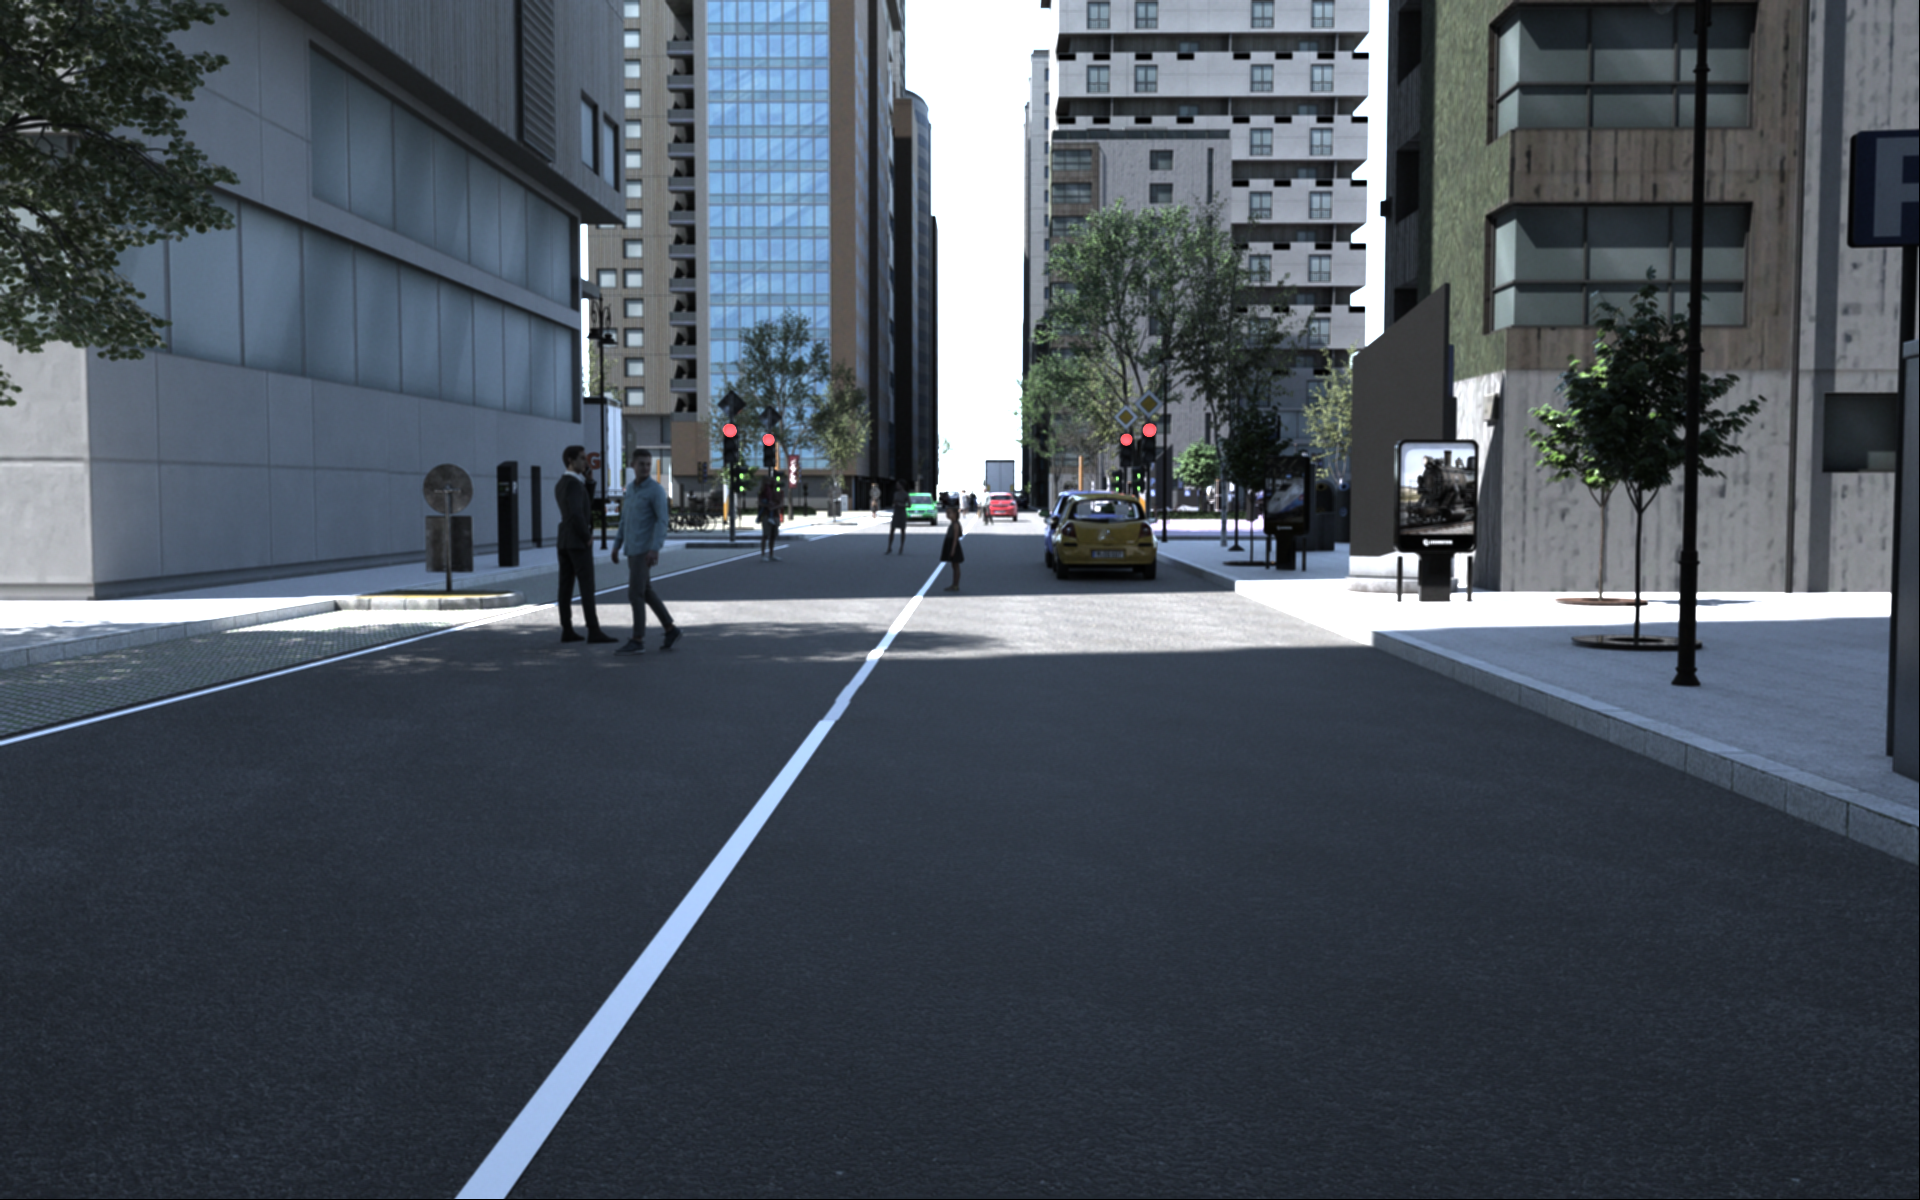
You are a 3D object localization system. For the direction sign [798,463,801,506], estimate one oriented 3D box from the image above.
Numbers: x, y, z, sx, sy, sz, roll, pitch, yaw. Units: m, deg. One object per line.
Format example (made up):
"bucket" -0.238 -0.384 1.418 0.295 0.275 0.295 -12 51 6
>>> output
"direction sign" -11.717 -8.209 126.213 0.379 3.537 0.876 -1 4 -19

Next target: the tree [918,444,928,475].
"tree" -6.182 -15.527 204.227 4.360 8.622 3.978 0 3 0

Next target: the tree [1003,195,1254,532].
"tree" 6.136 -8.167 59.286 9.928 11.665 9.643 0 3 0

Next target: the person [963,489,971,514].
"person" 0.508 -7.088 124.745 0.716 1.782 0.532 2 4 33

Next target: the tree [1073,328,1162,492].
"tree" 6.891 -7.770 77.403 4.737 8.622 4.395 0 3 0

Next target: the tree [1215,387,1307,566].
"tree" 5.410 -2.241 31.249 1.663 3.219 1.824 0 3 0

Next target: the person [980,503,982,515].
"person" 1.565 -6.573 120.247 0.640 1.303 0.475 2 4 28

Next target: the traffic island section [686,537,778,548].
"traffic island section" -6.166 -1.499 46.788 2.009 0.180 2.903 0 4 1

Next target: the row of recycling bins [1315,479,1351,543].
"row of recycling bins" 10.609 -2.350 45.537 1.069 1.692 3.534 -3 4 -37

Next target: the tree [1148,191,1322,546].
"tree" 6.506 -5.611 42.101 4.360 8.622 3.978 0 3 0

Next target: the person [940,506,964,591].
"person" -0.123 -0.760 25.593 0.373 1.253 0.362 -1 4 -10

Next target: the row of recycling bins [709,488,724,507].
"row of recycling bins" -17.598 -7.245 125.570 1.069 1.692 3.534 0 4 -3

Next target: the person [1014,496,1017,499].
"person" 4.485 -8.834 153.645 1.217 1.736 0.721 1 4 15

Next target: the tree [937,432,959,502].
"tree" -3.974 -22.240 289.383 9.928 11.665 9.643 0 3 0

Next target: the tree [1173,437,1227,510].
"tree" 13.615 -6.936 97.125 4.285 4.588 4.351 0 3 0

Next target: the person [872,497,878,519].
"person" -4.797 -5.153 97.427 0.362 1.253 0.373 3 4 38

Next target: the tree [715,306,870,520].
"tree" -8.211 -9.223 85.212 8.767 10.594 7.601 1 4 15

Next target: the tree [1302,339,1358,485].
"tree" 18.264 -8.112 82.994 4.737 8.622 4.395 0 3 0

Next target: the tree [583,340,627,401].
"tree" -17.626 -7.928 79.984 4.737 8.622 4.395 0 3 0

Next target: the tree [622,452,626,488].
"tree" -23.008 -8.025 114.914 4.285 4.588 4.351 0 3 0

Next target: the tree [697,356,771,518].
"tree" -11.981 -8.668 92.092 4.360 8.622 3.978 0 3 0

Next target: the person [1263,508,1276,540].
"person" 9.209 -2.559 50.529 0.709 1.800 0.728 1 4 19

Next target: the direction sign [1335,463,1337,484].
"direction sign" 27.619 -8.275 127.294 0.379 3.537 0.876 1 4 16

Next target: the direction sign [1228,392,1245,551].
"direction sign" 6.249 -2.879 39.067 0.379 3.537 0.876 1 4 21

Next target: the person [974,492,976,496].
"person" 2.290 -15.405 261.294 0.530 1.710 0.541 3 5 43

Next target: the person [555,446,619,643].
"person" -3.668 -0.548 16.822 0.474 1.900 0.648 -3 4 -37

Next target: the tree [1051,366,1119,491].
"tree" 7.466 -9.072 98.682 4.360 8.622 3.978 0 3 0

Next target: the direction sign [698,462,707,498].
"direction sign" -18.298 -8.016 123.059 0.379 3.537 0.876 3 4 36

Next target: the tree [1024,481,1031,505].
"tree" 8.596 -13.375 213.288 1.663 3.219 1.824 0 3 0

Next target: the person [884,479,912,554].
"person" -1.474 -1.977 41.169 0.599 1.781 0.374 2 4 29

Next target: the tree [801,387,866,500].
"tree" -8.251 -10.132 116.023 4.360 8.622 3.978 0 3 0

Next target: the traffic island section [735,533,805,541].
"traffic island section" -6.014 -1.987 54.772 2.009 0.180 2.903 0 4 1

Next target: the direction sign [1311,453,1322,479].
"direction sign" 19.746 -6.360 95.983 0.876 3.537 0.379 -3 4 -38

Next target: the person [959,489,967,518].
"person" 0.109 -5.699 102.421 0.466 1.731 0.760 3 5 41

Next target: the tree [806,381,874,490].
"tree" -7.654 -9.771 110.126 4.737 8.622 4.395 0 3 0

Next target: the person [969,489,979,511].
"person" 1.041 -8.252 143.419 1.348 1.824 0.705 3 5 44

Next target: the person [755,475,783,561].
"person" -4.086 -1.748 37.048 0.573 1.828 0.580 0 4 7

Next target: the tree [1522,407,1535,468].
"tree" 7.370 -1.566 20.210 1.663 3.219 1.824 0 3 0

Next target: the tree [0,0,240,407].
"tree" -9.895 -5.843 13.664 7.486 12.596 7.792 0 3 0

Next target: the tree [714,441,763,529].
"tree" -8.015 -4.202 63.311 1.663 3.219 1.824 0 3 0

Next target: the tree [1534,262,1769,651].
"tree" 5.851 -1.218 14.515 1.663 3.219 1.824 0 3 0

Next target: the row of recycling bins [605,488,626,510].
"row of recycling bins" -25.529 -7.294 126.372 3.534 1.692 1.069 3 5 40

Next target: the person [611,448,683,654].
"person" -2.802 -0.446 15.648 0.748 1.841 0.638 -2 4 -33

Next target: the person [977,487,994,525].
"person" 1.136 -4.350 80.108 0.782 1.767 0.515 3 4 37
